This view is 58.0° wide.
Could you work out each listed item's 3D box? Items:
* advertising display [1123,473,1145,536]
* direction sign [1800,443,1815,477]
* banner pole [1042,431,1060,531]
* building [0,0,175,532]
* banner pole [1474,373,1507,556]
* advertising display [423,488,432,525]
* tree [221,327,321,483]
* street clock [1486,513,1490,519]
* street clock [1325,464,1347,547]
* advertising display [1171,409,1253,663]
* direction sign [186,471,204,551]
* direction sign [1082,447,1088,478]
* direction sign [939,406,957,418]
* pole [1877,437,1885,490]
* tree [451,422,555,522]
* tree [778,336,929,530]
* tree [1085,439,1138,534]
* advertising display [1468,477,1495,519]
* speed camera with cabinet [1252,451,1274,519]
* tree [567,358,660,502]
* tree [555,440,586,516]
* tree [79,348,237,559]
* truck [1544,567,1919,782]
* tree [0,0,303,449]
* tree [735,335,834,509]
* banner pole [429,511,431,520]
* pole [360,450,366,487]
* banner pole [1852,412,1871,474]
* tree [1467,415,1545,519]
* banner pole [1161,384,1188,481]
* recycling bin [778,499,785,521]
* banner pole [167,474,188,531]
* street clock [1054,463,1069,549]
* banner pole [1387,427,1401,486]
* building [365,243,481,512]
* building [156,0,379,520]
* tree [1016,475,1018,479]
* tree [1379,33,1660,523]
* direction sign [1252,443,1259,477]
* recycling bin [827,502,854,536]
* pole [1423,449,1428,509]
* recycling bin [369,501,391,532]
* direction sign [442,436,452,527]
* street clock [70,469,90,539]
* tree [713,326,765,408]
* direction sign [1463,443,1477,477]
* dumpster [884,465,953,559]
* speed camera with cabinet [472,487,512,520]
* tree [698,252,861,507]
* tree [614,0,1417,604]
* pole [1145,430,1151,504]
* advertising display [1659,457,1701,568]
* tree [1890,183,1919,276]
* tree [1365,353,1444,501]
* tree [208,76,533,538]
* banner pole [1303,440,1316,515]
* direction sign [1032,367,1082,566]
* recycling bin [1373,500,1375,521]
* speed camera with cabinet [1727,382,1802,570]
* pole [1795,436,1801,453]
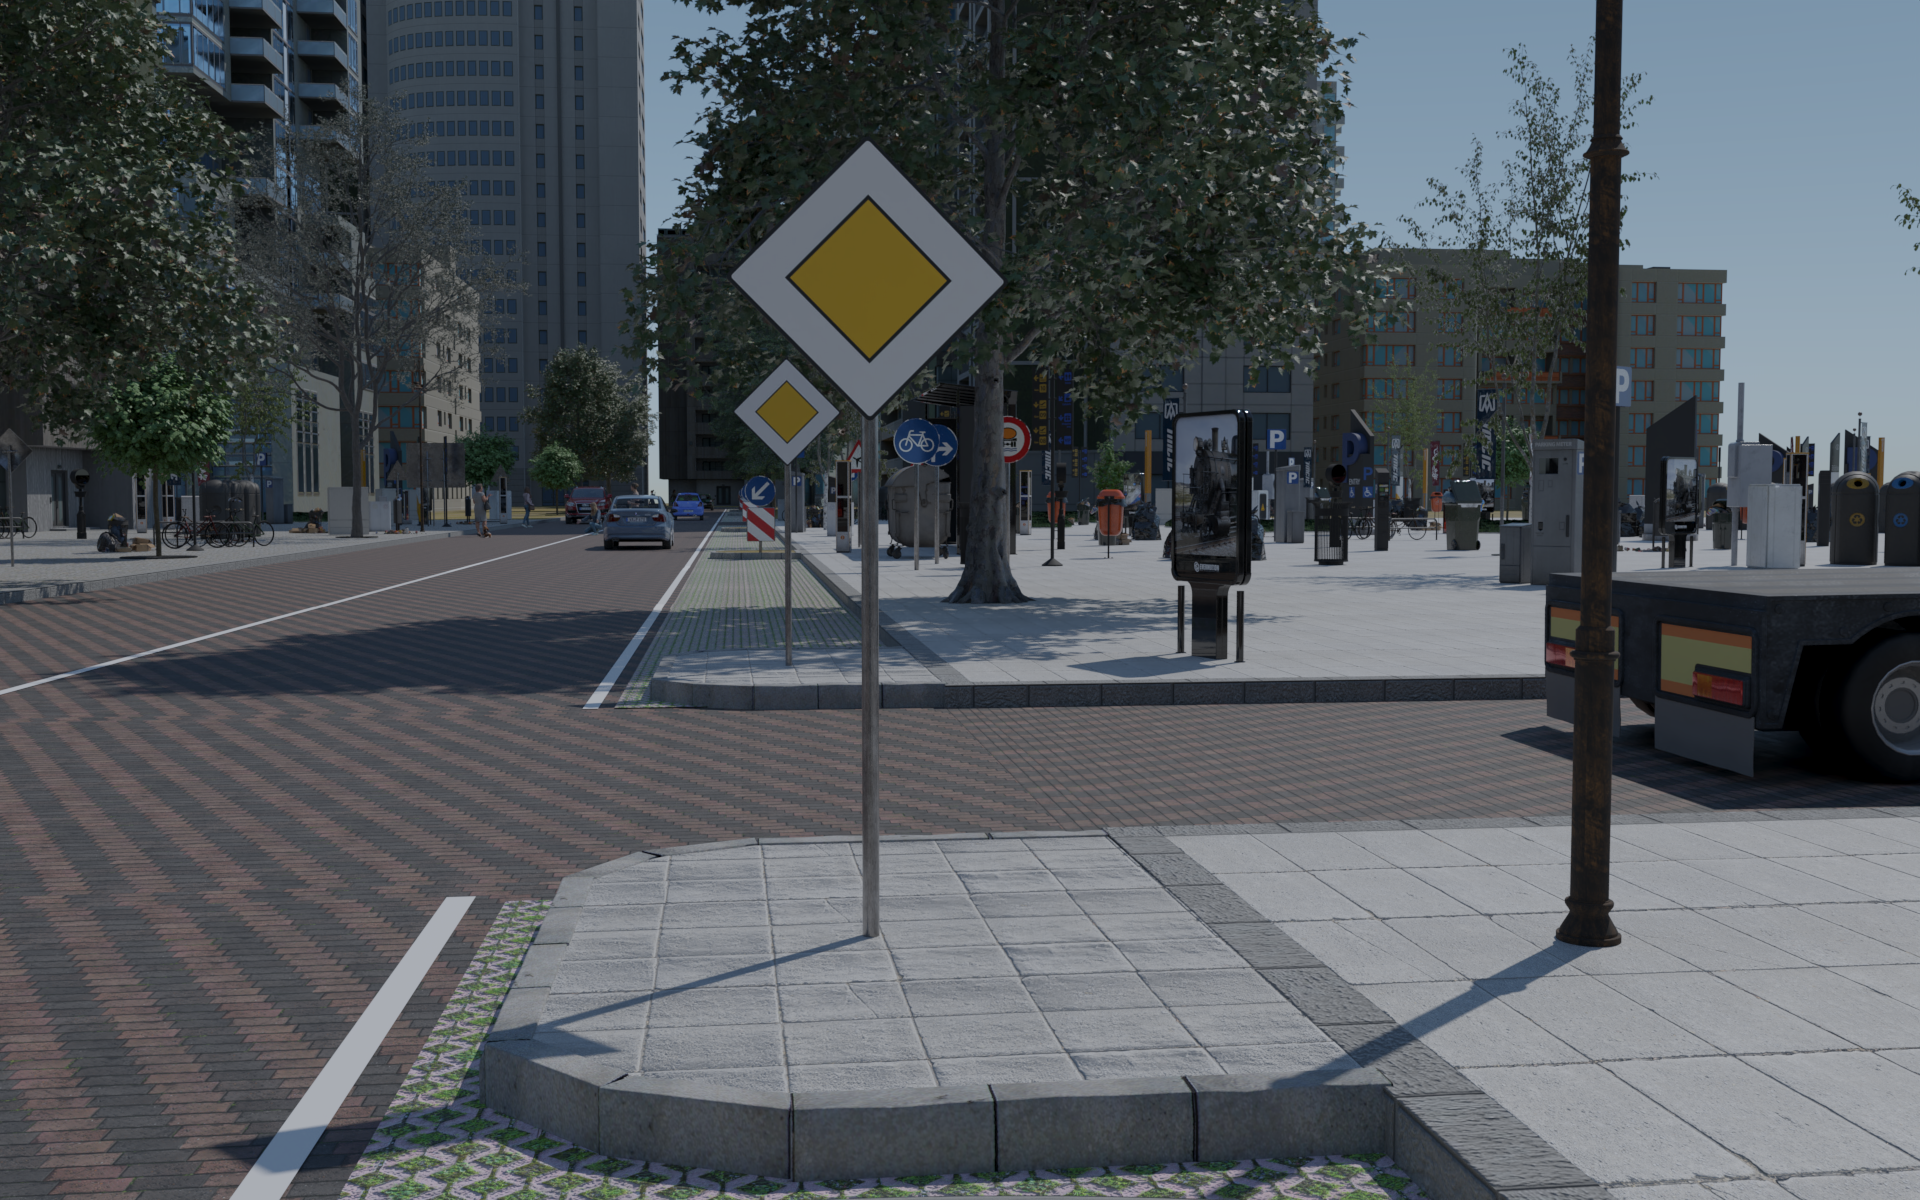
[{"bbox_3d":[5.326,-2.930,53.116,0.123,1.923,0.974,-2,4,-29],"label":"advertising display"},{"bbox_3d":[37.824,-5.228,77.479,0.379,3.537,0.876,-1,4,-22],"label":"direction sign"},{"bbox_3d":[3.210,-4.279,59.986,0.863,3.779,0.401,1,4,17],"label":"banner pole"},{"bbox_3d":[-36.852,-17.591,59.308,14.160,30.474,14.107,0,4,-7],"label":"building"},{"bbox_3d":[11.127,-2.822,36.160,0.401,3.779,0.863,-3,5,-42],"label":"banner pole"},{"bbox_3d":[-22.441,-4.120,72.577,0.974,1.923,0.123,3,5,41],"label":"advertising display"},{"bbox_3d":[-26.849,-7.067,65.911,4.737,8.622,4.395,0,3,0],"label":"tree"},{"bbox_3d":[22.944,-4.324,75.270,0.471,2.002,0.358,-2,4,-26],"label":"street clock"},{"bbox_3d":[9.056,-2.275,41.773,0.471,2.002,0.358,-2,4,-25],"label":"street clock"},{"bbox_3d":[1.957,-0.509,13.542,0.123,1.923,0.974,-2,4,-24],"label":"advertising display"},{"bbox_3d":[-17.306,-2.880,39.082,0.379,3.537,0.876,-2,4,-31],"label":"direction sign"},{"bbox_3d":[5.733,-5.570,83.058,0.876,3.537,0.379,-2,4,-28],"label":"direction sign"},{"bbox_3d":[-0.165,-3.218,44.612,0.876,3.537,0.379,2,4,35],"label":"direction sign"},{"bbox_3d":[33.079,-4.184,62.253,0.158,3.312,0.155,0,3,0],"label":"pole"},{"bbox_3d":[-21.826,-5.844,79.261,4.285,4.588,4.351,0,3,0],"label":"tree"},{"bbox_3d":[-2.987,-5.951,47.659,4.360,8.622,3.978,0,3,0],"label":"tree"},{"bbox_3d":[4.743,-3.682,54.802,1.663,3.219,1.824,0,3,0],"label":"tree"},{"bbox_3d":[19.448,-3.635,64.638,0.974,1.923,0.123,0,4,5],"label":"advertising display"},{"bbox_3d":[13.899,-5.193,79.243,0.660,3.252,2.038,3,4,39],"label":"speed camera with cabinet"},{"bbox_3d":[-32.142,-15.385,158.191,9.857,13.997,8.962,0,3,0],"label":"tree"},{"bbox_3d":[-24.014,-7.326,103.499,4.285,4.588,4.351,0,3,0],"label":"tree"},{"bbox_3d":[-16.089,-3.121,34.741,4.285,4.588,4.351,0,3,0],"label":"tree"},{"bbox_3d":[13.062,-1.260,10.354,18.799,4.110,2.967,0,4,-5],"label":"truck"},{"bbox_3d":[-14.189,-6.528,23.741,9.611,12.733,9.660,0,3,0],"label":"tree"},{"bbox_3d":[-10.080,-11.423,104.894,7.486,12.596,7.792,0,3,0],"label":"tree"},{"bbox_3d":[-25.800,-5.804,84.918,0.863,3.779,0.401,-3,5,-42],"label":"banner pole"},{"bbox_3d":[-27.388,-5.241,79.536,0.158,3.312,0.155,0,3,0],"label":"pole"},{"bbox_3d":[27.566,-3.851,52.987,0.863,3.779,0.401,-3,5,-43],"label":"banner pole"},{"bbox_3d":[22.605,-5.380,71.677,4.285,4.588,4.351,0,3,0],"label":"tree"},{"bbox_3d":[4.941,-3.029,39.544,0.863,3.779,0.401,3,5,44],"label":"banner pole"},{"bbox_3d":[-8.353,-4.370,84.009,0.722,1.027,0.722,2,4,34],"label":"recycling bin"},{"bbox_3d":[-27.415,-4.328,60.784,0.863,3.779,0.401,-2,4,-23],"label":"banner pole"},{"bbox_3d":[2.345,-2.175,40.133,0.358,2.002,0.471,0,4,4],"label":"street clock"},{"bbox_3d":[16.172,-4.573,64.791,0.863,3.779,0.401,-2,4,-30],"label":"banner pole"},{"bbox_3d":[-53.948,-17.674,134.008,28.899,21.520,27.650,0,4,-7],"label":"building"},{"bbox_3d":[-45.972,-47.965,96.900,22.319,86.520,31.000,0,4,-7],"label":"building"},{"bbox_3d":[1.632,-4.766,72.518,1.663,3.219,1.824,0,3,0],"label":"tree"},{"bbox_3d":[9.224,-4.754,28.096,4.360,8.622,3.978,0,3,0],"label":"tree"},{"bbox_3d":[13.027,-5.226,77.445,0.379,3.537,0.876,-2,4,-32],"label":"direction sign"},{"bbox_3d":[-3.646,-2.462,52.809,0.722,1.027,0.722,0,4,6],"label":"recycling bin"},{"bbox_3d":[20.870,-5.129,77.703,0.158,3.312,0.155,0,3,0],"label":"pole"},{"bbox_3d":[-19.974,-2.864,59.373,0.722,1.027,0.722,-2,4,-34],"label":"recycling bin"},{"bbox_3d":[-20.107,-4.633,67.746,0.379,3.537,0.876,-1,4,-23],"label":"direction sign"},{"bbox_3d":[-25.079,-2.742,49.401,0.358,2.002,0.471,2,4,28],"label":"street clock"},{"bbox_3d":[-17.400,-18.933,165.446,12.611,20.169,13.585,0,3,0],"label":"tree"},{"bbox_3d":[22.608,-5.180,76.694,0.379,3.537,0.876,-2,4,-31],"label":"direction sign"},{"bbox_3d":[-0.825,-1.780,34.866,1.264,1.857,1.865,0,4,-7],"label":"dumpster"},{"bbox_3d":[-23.131,-5.577,85.520,0.660,3.252,2.038,2,4,35],"label":"speed camera with cabinet"},{"bbox_3d":[-7.719,-10.691,81.452,9.857,13.997,8.962,0,3,0],"label":"tree"},{"bbox_3d":[0.439,-6.314,20.237,9.611,12.733,9.660,0,3,0],"label":"tree"},{"bbox_3d":[6.020,-3.770,55.476,0.158,3.312,0.155,0,3,0],"label":"pole"},{"bbox_3d":[12.515,-1.527,30.174,0.974,1.923,0.123,-2,4,-35],"label":"advertising display"},{"bbox_3d":[20.803,-5.020,32.434,4.737,8.622,4.395,0,3,0],"label":"tree"},{"bbox_3d":[23.057,-8.493,89.231,4.737,8.622,4.395,0,3,0],"label":"tree"},{"bbox_3d":[-17.580,-8.567,50.439,12.009,13.543,11.850,0,3,0],"label":"tree"},{"bbox_3d":[16.373,-5.563,80.969,0.401,3.779,0.863,-3,5,-40],"label":"banner pole"},{"bbox_3d":[1.646,-2.373,30.797,0.876,3.537,0.379,3,4,38],"label":"direction sign"},{"bbox_3d":[18.546,-3.975,77.543,0.722,1.027,0.722,1,4,10],"label":"recycling bin"},{"bbox_3d":[13.969,-2.187,30.086,0.660,3.252,2.038,0,4,5],"label":"speed camera with cabinet"},{"bbox_3d":[29.332,-4.090,60.722,0.158,3.312,0.155,0,3,0],"label":"pole"}]
